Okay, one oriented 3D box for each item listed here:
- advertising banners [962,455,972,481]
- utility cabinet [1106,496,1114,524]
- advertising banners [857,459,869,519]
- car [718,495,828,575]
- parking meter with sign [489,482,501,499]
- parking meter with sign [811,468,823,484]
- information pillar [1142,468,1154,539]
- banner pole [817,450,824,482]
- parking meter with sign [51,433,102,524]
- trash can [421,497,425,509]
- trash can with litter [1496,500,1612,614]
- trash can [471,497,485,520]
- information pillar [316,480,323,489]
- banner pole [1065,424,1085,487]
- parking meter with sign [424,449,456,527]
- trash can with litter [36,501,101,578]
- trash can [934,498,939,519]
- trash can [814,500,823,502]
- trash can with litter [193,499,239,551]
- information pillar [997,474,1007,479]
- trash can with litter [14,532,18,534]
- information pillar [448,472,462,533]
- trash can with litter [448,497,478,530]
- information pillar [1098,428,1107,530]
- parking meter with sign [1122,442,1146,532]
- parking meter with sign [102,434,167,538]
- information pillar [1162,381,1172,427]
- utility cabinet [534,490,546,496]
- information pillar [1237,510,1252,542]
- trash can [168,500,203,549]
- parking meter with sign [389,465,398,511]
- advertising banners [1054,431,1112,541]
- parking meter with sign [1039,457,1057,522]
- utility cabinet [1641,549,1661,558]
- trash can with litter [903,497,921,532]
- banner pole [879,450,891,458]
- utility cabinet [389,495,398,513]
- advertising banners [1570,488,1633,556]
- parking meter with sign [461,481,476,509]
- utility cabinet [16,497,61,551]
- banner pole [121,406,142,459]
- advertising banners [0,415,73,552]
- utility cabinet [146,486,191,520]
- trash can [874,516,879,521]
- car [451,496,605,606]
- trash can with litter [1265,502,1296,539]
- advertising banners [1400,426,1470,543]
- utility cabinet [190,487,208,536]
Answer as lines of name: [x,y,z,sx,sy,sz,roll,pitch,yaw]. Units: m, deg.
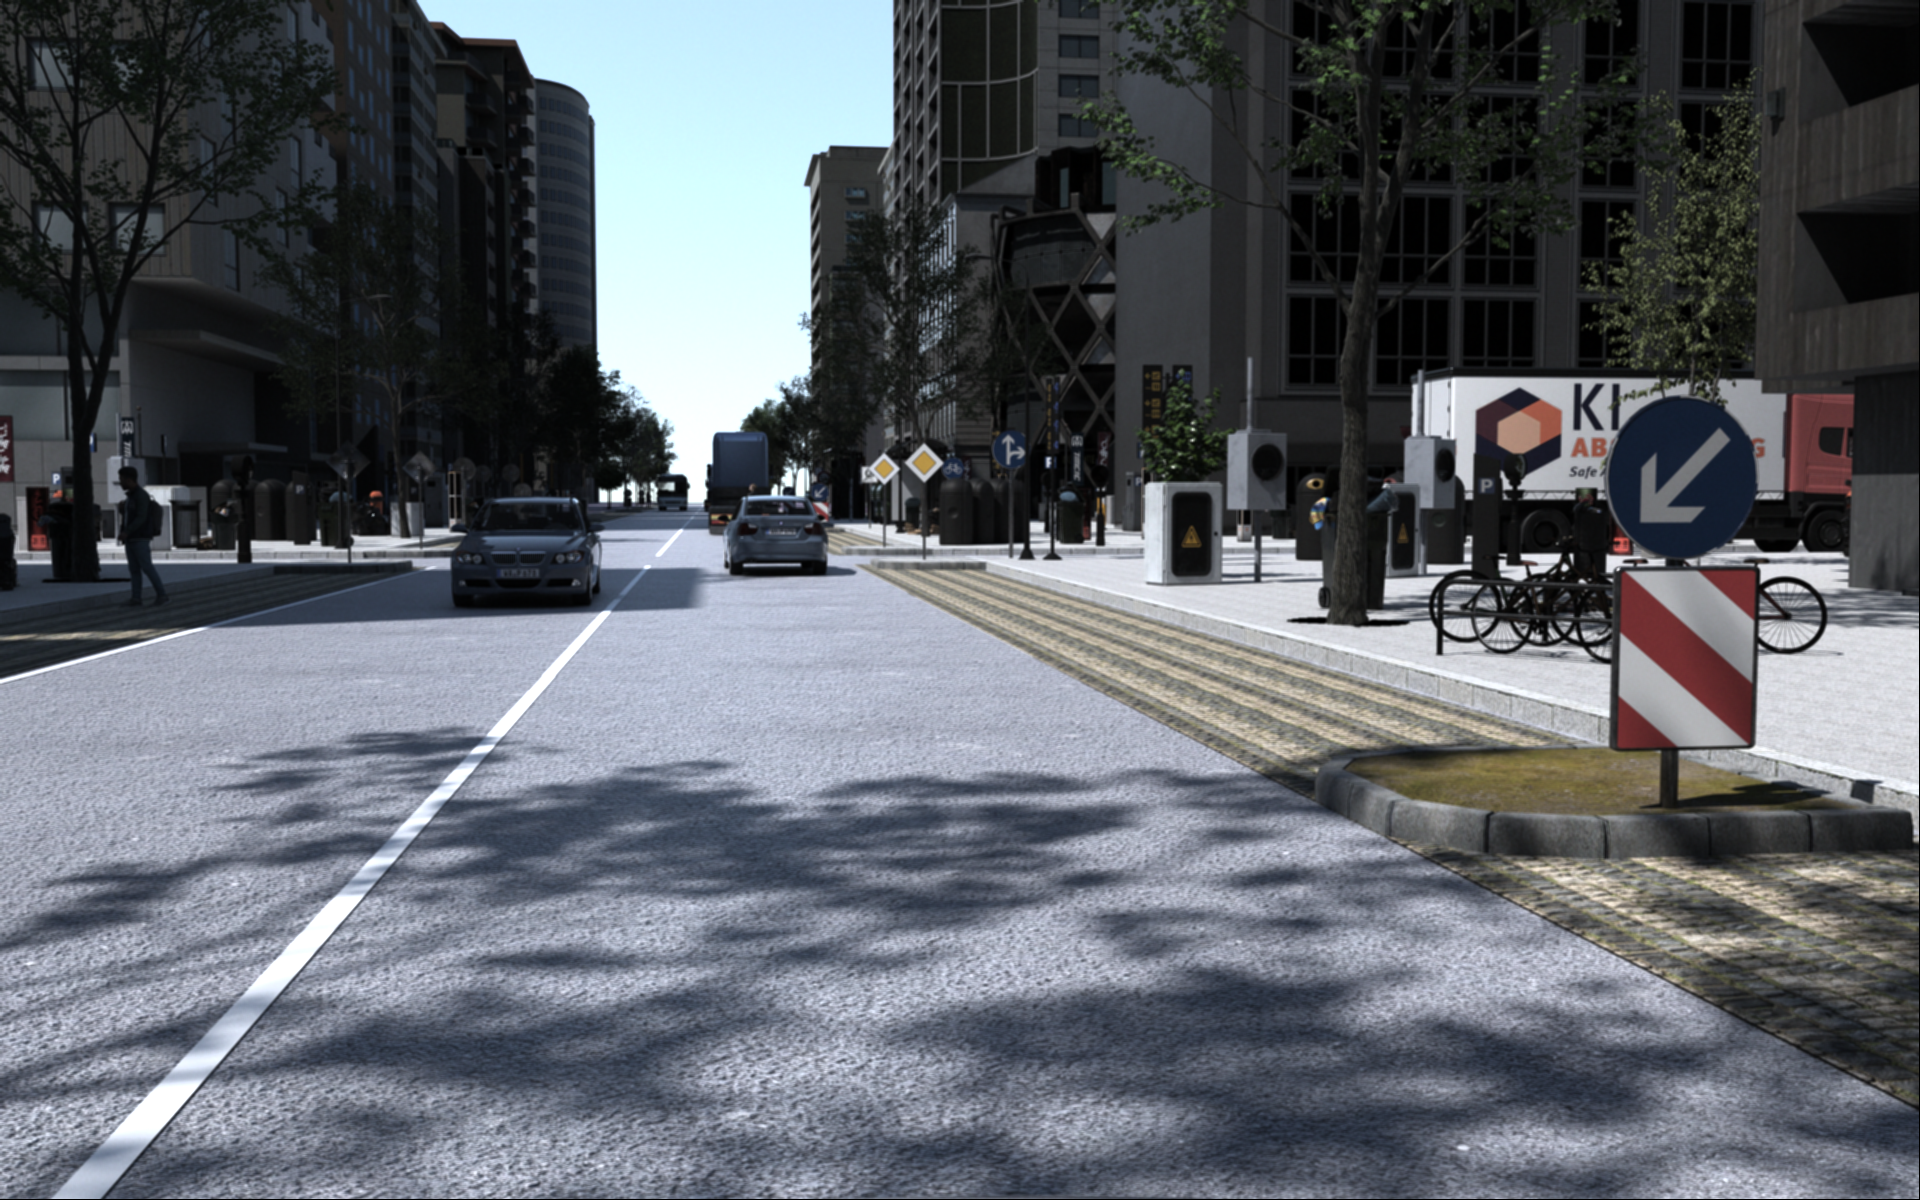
advertising banners: [0.954,-4.992,77.803,2.074,3.025,0.090,2,4,32]
utility cabinet: [6.632,-3.809,73.444,0.306,1.237,1.020,3,5,44]
advertising banners: [-4.525,-5.602,87.775,0.090,3.025,2.074,3,4,39]
car: [-3.460,-1.230,32.117,2.014,1.417,4.499,-1,4,-10]
parking meter with sign: [-30.299,-7.134,112.901,0.543,3.016,1.738,2,4,27]
parking meter with sign: [-9.451,-7.158,113.286,0.543,3.016,1.738,1,4,10]
information pillar: [5.323,-2.726,49.056,0.304,2.012,0.304,1,4,16]
banner pole: [-7.704,-6.579,97.585,0.401,3.779,0.863,0,4,-2]
parking meter with sign: [-25.218,-3.215,48.827,0.543,3.016,1.738,1,4,20]
trash can: [-29.056,-5.015,93.657,0.748,1.137,0.748,0,3,0]
trash can with litter: [6.646,-0.497,19.178,2.233,1.210,1.678,-2,4,-35]
trash can: [-20.928,-3.874,74.989,0.748,1.137,0.748,0,3,0]
information pillar: [-34.211,-5.387,92.573,0.304,2.012,0.304,0,4,-4]
banner pole: [4.023,-4.393,61.845,0.863,3.779,0.401,0,4,4]
parking meter with sign: [-20.294,-4.310,66.725,1.738,3.016,0.543,-1,4,-15]
trash can with litter: [-13.727,-0.939,26.742,0.624,1.170,1.055,0,4,-6]
trash can: [-0.531,-2.915,59.319,0.748,1.137,0.748,0,3,0]
trash can: [-8.077,-5.384,99.676,0.748,1.137,0.748,0,3,0]
trash can with litter: [-16.971,-1.714,39.414,1.055,1.170,0.624,1,4,13]
information pillar: [1.568,-3.677,64.617,0.304,2.012,0.304,-1,4,-13]
trash can with litter: [-30.771,-2.775,56.434,1.678,1.210,2.233,2,4,34]
information pillar: [-16.855,-3.264,57.853,0.304,2.012,0.304,2,4,29]
trash can with litter: [-17.820,-3.100,62.074,0.624,1.170,1.055,2,4,25]
information pillar: [5.074,-4.316,61.919,0.183,3.616,0.504,-2,4,-25]
parking meter with sign: [5.995,-3.842,59.081,0.543,3.016,1.738,-1,4,-16]
parking meter with sign: [-24.032,-3.310,50.381,1.738,3.016,0.543,-1,4,-19]
information pillar: [4.064,-2.555,33.124,0.183,3.616,0.504,-3,4,-36]
utility cabinet: [-25.001,-5.759,102.838,0.318,1.500,1.173,-3,5,-44]
information pillar: [7.633,-2.564,46.416,0.304,2.012,0.304,-1,4,-17]
trash can: [-18.251,-1.785,40.837,0.748,1.137,0.748,0,3,0]
parking meter with sign: [-30.914,-6.023,94.729,0.543,3.016,1.738,-2,4,-28]
advertising banners: [3.413,-3.167,47.961,2.074,3.025,0.090,-3,4,-36]
parking meter with sign: [4.003,-5.107,79.768,0.543,3.016,1.738,1,4,15]
utility cabinet: [14.051,-1.592,34.705,1.173,1.500,0.318,-3,5,-44]
trash can with litter: [-1.587,-2.896,58.736,0.624,1.170,1.055,0,4,6]
banner pole: [-4.329,-6.637,98.529,0.863,3.779,0.401,-1,4,-16]
utility cabinet: [-27.289,-4.453,83.961,0.306,1.237,1.020,1,4,10]
advertising banners: [13.779,-2.440,36.082,2.074,3.025,0.090,3,5,40]
parking meter with sign: [-28.131,-6.224,98.029,1.738,3.016,0.543,1,4,15]
utility cabinet: [-20.849,-1.716,39.226,1.020,1.237,0.306,1,4,20]
banner pole: [-23.672,-3.644,49.598,0.863,3.779,0.401,1,4,9]
advertising banners: [-20.550,-2.596,38.631,2.074,3.025,0.090,0,4,-5]
utility cabinet: [-20.832,-2.238,45.265,1.173,1.500,0.318,1,4,9]
trash can: [-3.778,-4.314,82.192,0.748,1.137,0.748,0,3,0]
car: [-5.866,-0.717,23.734,2.014,1.417,4.499,-1,4,-9]
trash can with litter: [9.240,-2.324,49.392,1.055,1.170,0.624,-3,5,-44]
advertising banners: [12.311,-2.980,44.912,2.074,3.025,0.090,-1,4,-16]
utility cabinet: [-23.462,-2.677,52.450,1.173,1.500,0.318,-3,5,-40]
